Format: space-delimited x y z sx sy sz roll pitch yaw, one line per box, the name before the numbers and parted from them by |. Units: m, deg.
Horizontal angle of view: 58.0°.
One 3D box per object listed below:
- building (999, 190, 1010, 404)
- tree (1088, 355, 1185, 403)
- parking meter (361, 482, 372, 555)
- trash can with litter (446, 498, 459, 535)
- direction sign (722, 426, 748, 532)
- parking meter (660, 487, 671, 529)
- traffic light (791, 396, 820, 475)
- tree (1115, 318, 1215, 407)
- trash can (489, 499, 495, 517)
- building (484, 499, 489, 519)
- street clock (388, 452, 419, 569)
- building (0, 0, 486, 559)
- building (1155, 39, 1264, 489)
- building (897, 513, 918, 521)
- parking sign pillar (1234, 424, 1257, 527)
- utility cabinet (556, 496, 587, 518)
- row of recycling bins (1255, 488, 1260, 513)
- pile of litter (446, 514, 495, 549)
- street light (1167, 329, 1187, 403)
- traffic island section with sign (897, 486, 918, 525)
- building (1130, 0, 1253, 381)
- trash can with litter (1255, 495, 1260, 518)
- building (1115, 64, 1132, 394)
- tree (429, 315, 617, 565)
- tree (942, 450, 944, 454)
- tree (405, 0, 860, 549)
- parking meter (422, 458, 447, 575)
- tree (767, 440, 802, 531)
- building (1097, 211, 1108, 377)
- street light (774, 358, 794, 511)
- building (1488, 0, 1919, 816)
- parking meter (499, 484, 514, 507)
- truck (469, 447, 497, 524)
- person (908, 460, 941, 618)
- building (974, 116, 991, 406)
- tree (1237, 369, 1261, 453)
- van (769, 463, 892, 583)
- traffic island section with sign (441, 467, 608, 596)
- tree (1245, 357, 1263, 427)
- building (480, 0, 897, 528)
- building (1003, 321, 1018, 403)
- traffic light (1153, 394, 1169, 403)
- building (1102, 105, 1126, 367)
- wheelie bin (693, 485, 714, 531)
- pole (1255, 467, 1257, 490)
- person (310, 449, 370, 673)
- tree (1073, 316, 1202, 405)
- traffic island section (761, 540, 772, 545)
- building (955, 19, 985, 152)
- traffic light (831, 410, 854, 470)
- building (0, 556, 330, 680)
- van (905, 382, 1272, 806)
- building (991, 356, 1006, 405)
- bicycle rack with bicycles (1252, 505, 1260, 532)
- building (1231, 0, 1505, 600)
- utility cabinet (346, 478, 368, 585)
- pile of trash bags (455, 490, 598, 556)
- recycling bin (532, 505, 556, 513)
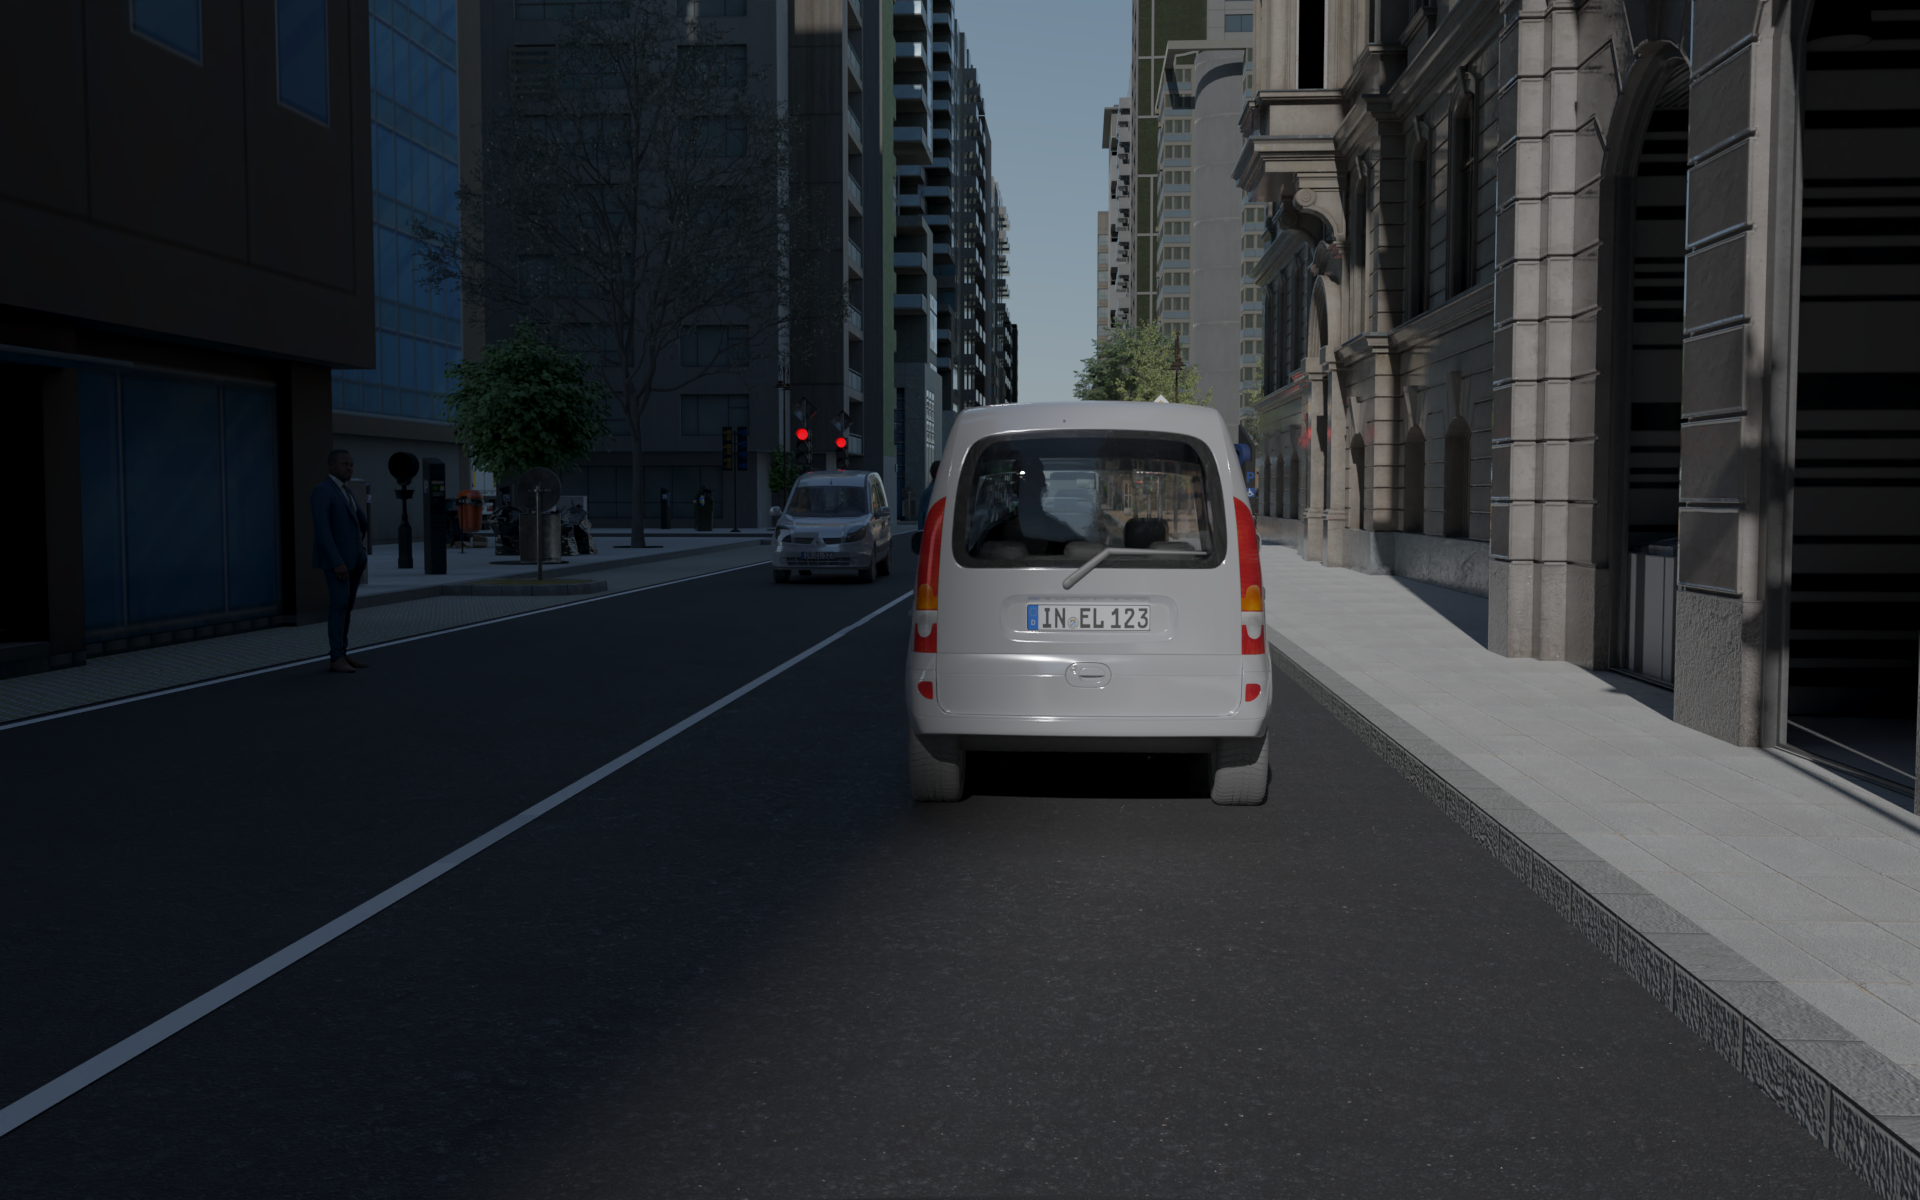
building | -3.865 -39.225 260.932 23.786 49.044 30.456 0 4 4
tree | 11.881 -11.051 115.101 8.767 10.594 7.601 0 4 -1
parking meter | -12.585 -1.716 36.463 0.372 1.533 0.369 0 3 0
trash can with litter | -13.250 -2.081 45.419 0.624 1.170 1.055 -1 4 -19
direction sign | -7.546 -4.045 58.132 0.876 3.537 0.379 1 4 13
parking meter | -10.750 -3.355 63.268 0.372 1.533 0.369 0 3 0
traffic light | -4.445 -3.712 49.607 0.839 4.253 0.868 0 4 4
tree | 8.378 -7.457 72.277 4.737 8.622 4.395 0 3 0
trash can | -22.638 -4.415 83.831 0.748 1.137 0.748 0 3 0
building | -34.873 -25.365 69.337 28.867 44.769 22.147 0 4 4
street clock | -9.551 -1.542 29.781 0.471 2.002 0.358 1 4 13
building | -21.273 -24.006 42.616 14.200 45.320 14.600 0 4 4
building | 28.898 -27.592 143.014 32.217 40.220 23.993 0 4 4
building | -11.773 -48.081 98.799 22.319 86.520 31.000 0 4 4
parking sign pillar | 10.881 -4.772 66.491 1.447 3.967 1.447 -1 4 -15
utility cabinet | -13.151 -2.902 58.601 1.020 1.237 0.306 1 4 13
row of recycling bins | 20.619 -6.721 117.007 3.534 1.692 1.069 2 4 30
pile of litter | -11.719 -1.663 41.147 1.719 0.858 1.176 -1 4 -12
street light | 6.059 -4.632 48.527 0.468 5.910 1.993 0 4 4
traffic island section with sign | -2.334 -4.400 80.560 1.989 1.847 2.006 0 4 4
building | 24.593 -44.430 164.683 20.563 71.187 20.611 0 4 4
trash can with litter | 15.976 -4.956 92.088 1.678 1.210 2.233 1 4 10
building | 28.411 -34.926 190.640 23.786 49.044 30.456 0 4 4
tree | -8.055 -2.947 31.902 4.285 4.588 4.351 0 3 0
tree | -1.103 -8.859 128.559 4.285 4.588 4.351 0 3 0
tree | -7.654 -7.972 40.710 12.009 13.543 11.850 0 3 0
parking meter | -8.375 -1.340 27.612 0.255 1.863 0.399 -3 4 -37
tree | -6.336 -4.046 60.746 1.663 3.219 1.824 0 3 0
building | 26.875 -34.729 251.407 14.154 41.232 14.086 0 4 4
street light | -5.887 -5.219 58.119 0.468 5.910 1.993 0 4 4
building | 9.373 -9.775 1.628 13.314 21.916 24.055 0 4 4
parking meter | -11.701 -2.221 44.731 0.372 1.533 0.369 0 3 0
truck | -20.416 -3.999 54.294 11.283 4.237 2.839 0 4 3
person | -0.324 -0.572 18.199 0.444 1.785 0.601 0 4 2
building | -3.616 -33.726 201.525 14.600 45.320 14.200 0 4 4
tree | 18.142 -9.260 101.757 4.360 8.622 3.978 0 3 0
van | -2.126 -1.364 29.309 2.013 2.044 4.112 0 4 3
traffic island section with sign | -6.220 -1.008 25.105 1.989 1.847 2.006 0 4 4
tree | 17.097 -8.385 87.463 4.737 8.622 4.395 0 3 0
building | -10.294 -23.604 69.518 14.154 41.232 14.086 0 4 4
building | 2.234 -31.295 283.368 14.160 30.474 14.107 0 4 4
traffic light | 5.643 -3.670 48.921 0.839 4.253 0.868 0 4 4
building | 33.271 -39.177 229.780 28.713 52.752 27.495 0 4 4
wheelie bin | -8.820 -3.167 59.690 0.693 1.594 0.980 -1 4 -18
pole | 22.228 -8.357 130.487 0.158 3.312 0.155 0 3 0
person | -5.077 -0.335 14.167 0.419 1.800 0.721 0 4 -3
tree | 12.607 -13.370 125.250 9.857 13.997 8.962 0 3 0
traffic island section | -4.484 -1.680 49.745 2.009 0.180 2.903 0 4 4
building | -8.916 -34.240 179.440 23.786 49.044 30.456 0 4 4
traffic light | -3.888 -4.199 57.573 0.839 4.253 0.868 0 4 4
building | -14.041 -22.132 11.961 14.600 45.320 14.200 0 4 4
van | 0.678 -0.145 9.377 2.013 2.044 4.112 0 4 4
building | -8.314 -23.643 231.600 27.650 21.520 28.899 0 4 4
bicycle rack with bicycles | 9.751 -2.670 57.038 2.925 0.926 2.852 -1 4 -21
building | 12.310 -12.946 30.745 14.460 24.649 34.723 0 4 4
utility cabinet | -8.806 -0.932 23.909 1.173 1.500 0.318 -3 5 -44
pile of trash bags | -9.376 -1.659 36.884 3.447 1.369 1.912 2 4 27
recycling bin | -14.209 -2.836 58.918 0.722 1.027 0.722 2 4 25
